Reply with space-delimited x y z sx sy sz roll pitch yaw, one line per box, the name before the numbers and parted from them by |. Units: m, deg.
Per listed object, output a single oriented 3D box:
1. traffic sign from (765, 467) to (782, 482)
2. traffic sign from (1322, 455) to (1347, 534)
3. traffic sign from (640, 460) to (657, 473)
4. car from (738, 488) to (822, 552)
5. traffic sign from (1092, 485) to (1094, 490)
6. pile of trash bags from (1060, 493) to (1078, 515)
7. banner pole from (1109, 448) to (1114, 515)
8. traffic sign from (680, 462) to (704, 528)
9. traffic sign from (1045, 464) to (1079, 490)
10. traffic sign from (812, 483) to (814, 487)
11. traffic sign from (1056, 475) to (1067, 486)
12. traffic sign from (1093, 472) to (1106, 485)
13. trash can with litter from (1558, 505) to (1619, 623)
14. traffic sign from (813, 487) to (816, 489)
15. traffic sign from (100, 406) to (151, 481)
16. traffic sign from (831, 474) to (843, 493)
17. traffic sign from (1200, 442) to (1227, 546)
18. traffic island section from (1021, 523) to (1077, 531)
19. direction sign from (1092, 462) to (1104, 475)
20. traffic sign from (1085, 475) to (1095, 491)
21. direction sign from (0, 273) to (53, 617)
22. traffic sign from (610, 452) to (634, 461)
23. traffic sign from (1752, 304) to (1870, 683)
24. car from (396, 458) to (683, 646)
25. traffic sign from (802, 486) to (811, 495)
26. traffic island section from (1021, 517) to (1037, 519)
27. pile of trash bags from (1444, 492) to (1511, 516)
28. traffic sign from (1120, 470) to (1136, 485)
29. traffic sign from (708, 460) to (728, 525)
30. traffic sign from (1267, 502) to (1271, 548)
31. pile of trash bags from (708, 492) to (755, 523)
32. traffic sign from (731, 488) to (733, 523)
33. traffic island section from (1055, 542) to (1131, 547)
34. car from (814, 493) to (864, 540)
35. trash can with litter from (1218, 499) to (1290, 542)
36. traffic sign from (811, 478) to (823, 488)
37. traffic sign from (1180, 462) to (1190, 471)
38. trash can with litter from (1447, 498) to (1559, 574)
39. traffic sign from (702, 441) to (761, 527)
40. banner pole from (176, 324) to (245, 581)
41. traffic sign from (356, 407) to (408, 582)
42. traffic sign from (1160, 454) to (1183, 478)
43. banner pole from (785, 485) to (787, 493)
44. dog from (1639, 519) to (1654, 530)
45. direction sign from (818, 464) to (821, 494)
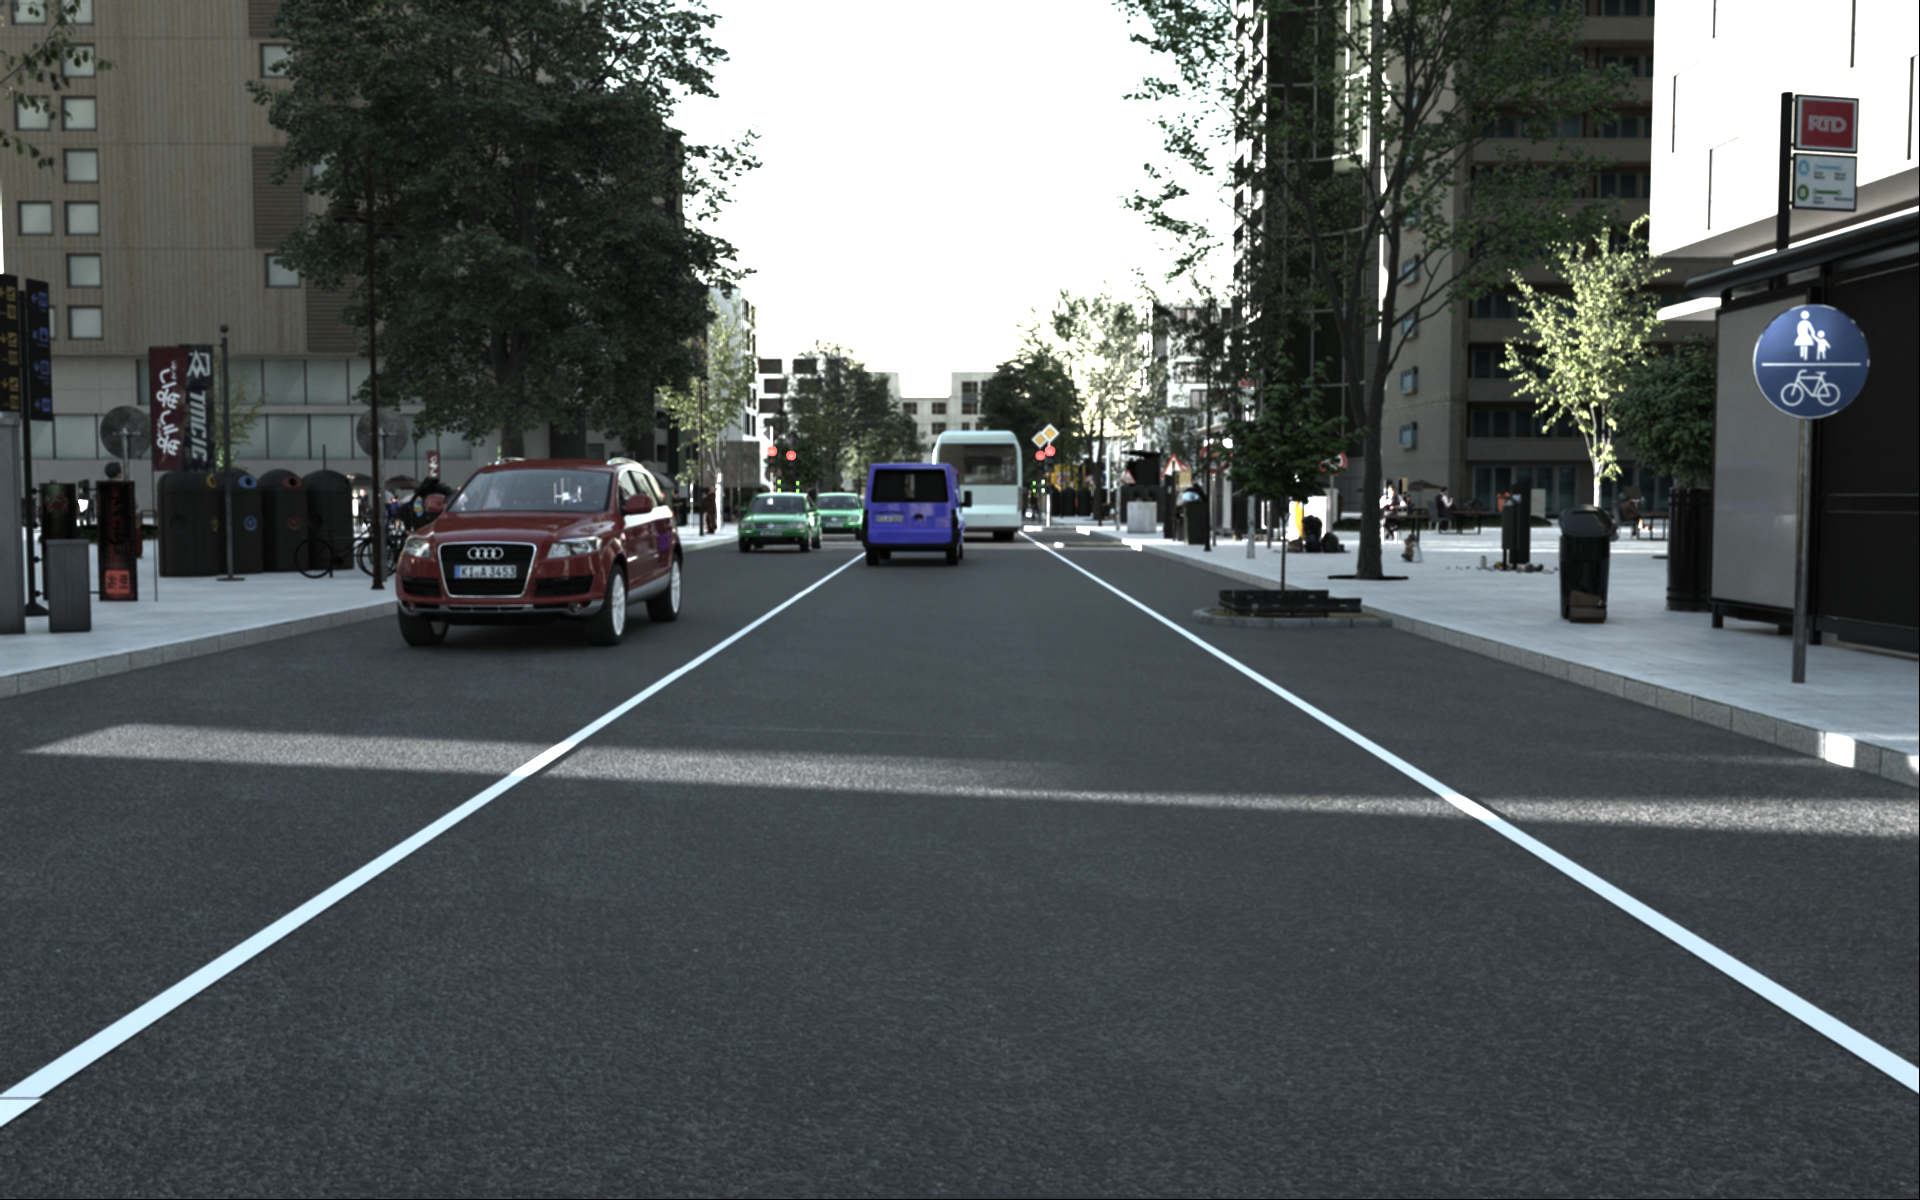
traffic sign | -8.258 -4.673 76.517 0.768 2.556 0.104 0 4 5
traffic sign | 10.221 -2.905 47.610 0.768 2.556 0.104 0 4 2
traffic sign | -11.863 -4.008 65.638 0.768 2.556 0.104 0 4 2
car | -4.554 -2.162 44.153 1.959 1.807 4.718 0 4 1
traffic sign | 9.401 -8.680 135.792 2.265 3.308 0.079 0 4 4
pile of trash bags | 6.768 -6.018 108.138 1.912 1.369 3.447 -2 4 -24
banner pole | 8.271 -6.400 94.650 0.401 3.779 0.863 1 4 22
traffic sign | -10.106 -3.994 65.300 0.884 2.594 0.081 0 4 3
traffic sign | 6.952 -7.604 118.202 2.265 3.308 0.079 1 4 9
traffic sign | -11.264 -8.221 134.522 0.768 2.556 0.104 0 4 6
traffic sign | 6.763 -7.065 115.623 0.768 2.556 0.104 0 4 5
traffic sign | 7.770 -5.904 96.631 0.768 2.556 0.104 0 4 1
trash can with litter | 6.412 -0.378 17.573 0.624 1.170 1.055 1 4 14
traffic sign | -12.678 -9.275 151.756 0.768 2.556 0.104 0 4 2
traffic sign | -12.040 -1.524 25.029 0.768 2.556 0.104 0 4 1
traffic sign | -7.730 -6.661 109.017 0.768 2.556 0.104 0 4 8
traffic sign | 6.258 -2.595 42.534 0.768 2.556 0.104 1 4 8
traffic island section | 3.585 -2.853 68.930 2.009 0.180 2.903 0 3 0
direction sign | 9.824 -8.054 123.681 0.876 3.537 0.379 0 4 -6
traffic sign | 8.494 -6.894 112.827 0.768 2.556 0.104 0 4 8
direction sign | -9.795 -1.602 18.185 0.379 3.537 0.876 0 4 5
traffic sign | -8.183 -2.437 41.970 0.606 2.300 0.079 1 4 9
traffic sign | 5.708 -0.710 11.711 0.768 2.556 0.104 0 4 2
car | -4.212 -0.572 18.032 2.281 1.827 5.304 0 4 0
traffic sign | -10.122 -6.911 115.131 0.606 2.300 0.079 0 4 8
traffic island section | 3.518 -4.856 102.257 1.991 0.108 1.994 0 3 0
pile of trash bags | 23.684 -4.284 79.794 3.447 1.369 1.912 3 5 39
traffic sign | 8.780 -5.537 90.539 0.884 2.594 0.081 1 4 8
traffic sign | -9.168 -4.002 65.544 0.768 2.556 0.104 0 4 7
traffic sign | 7.291 -2.488 40.785 0.768 2.556 0.104 0 4 2
pile of trash bags | -10.408 -4.223 78.797 3.447 1.369 1.912 3 5 44
traffic sign | -10.117 -4.683 76.666 0.768 2.556 0.104 0 4 4
traffic island section | 3.628 -1.514 47.623 1.991 0.108 1.994 0 3 0
car | -3.909 -2.850 55.393 1.959 1.807 4.718 0 4 -1
trash can with litter | 8.187 -2.225 47.432 2.233 1.210 1.678 2 4 34
traffic sign | -9.051 -6.643 110.745 0.606 2.300 0.079 0 4 7
traffic sign | 8.895 -4.265 69.833 0.768 2.556 0.104 0 4 4
trash can with litter | 9.226 -1.094 28.943 1.678 1.210 2.233 0 4 -1
traffic sign | -8.777 -4.432 66.341 2.265 3.308 0.079 0 4 1
banner pole | -11.055 -2.173 25.553 0.863 3.779 0.401 -1 4 -11
traffic sign | -8.427 -1.539 25.266 0.768 2.556 0.104 0 4 3
traffic sign | 6.862 -3.405 55.679 0.884 2.594 0.081 0 4 7
banner pole | -11.173 -7.266 108.820 0.863 3.779 0.401 0 4 -6
dog | 24.300 -2.676 61.488 0.550 0.427 0.748 0 4 -1
direction sign | -8.239 -6.678 101.185 0.379 3.537 0.876 1 4 10
